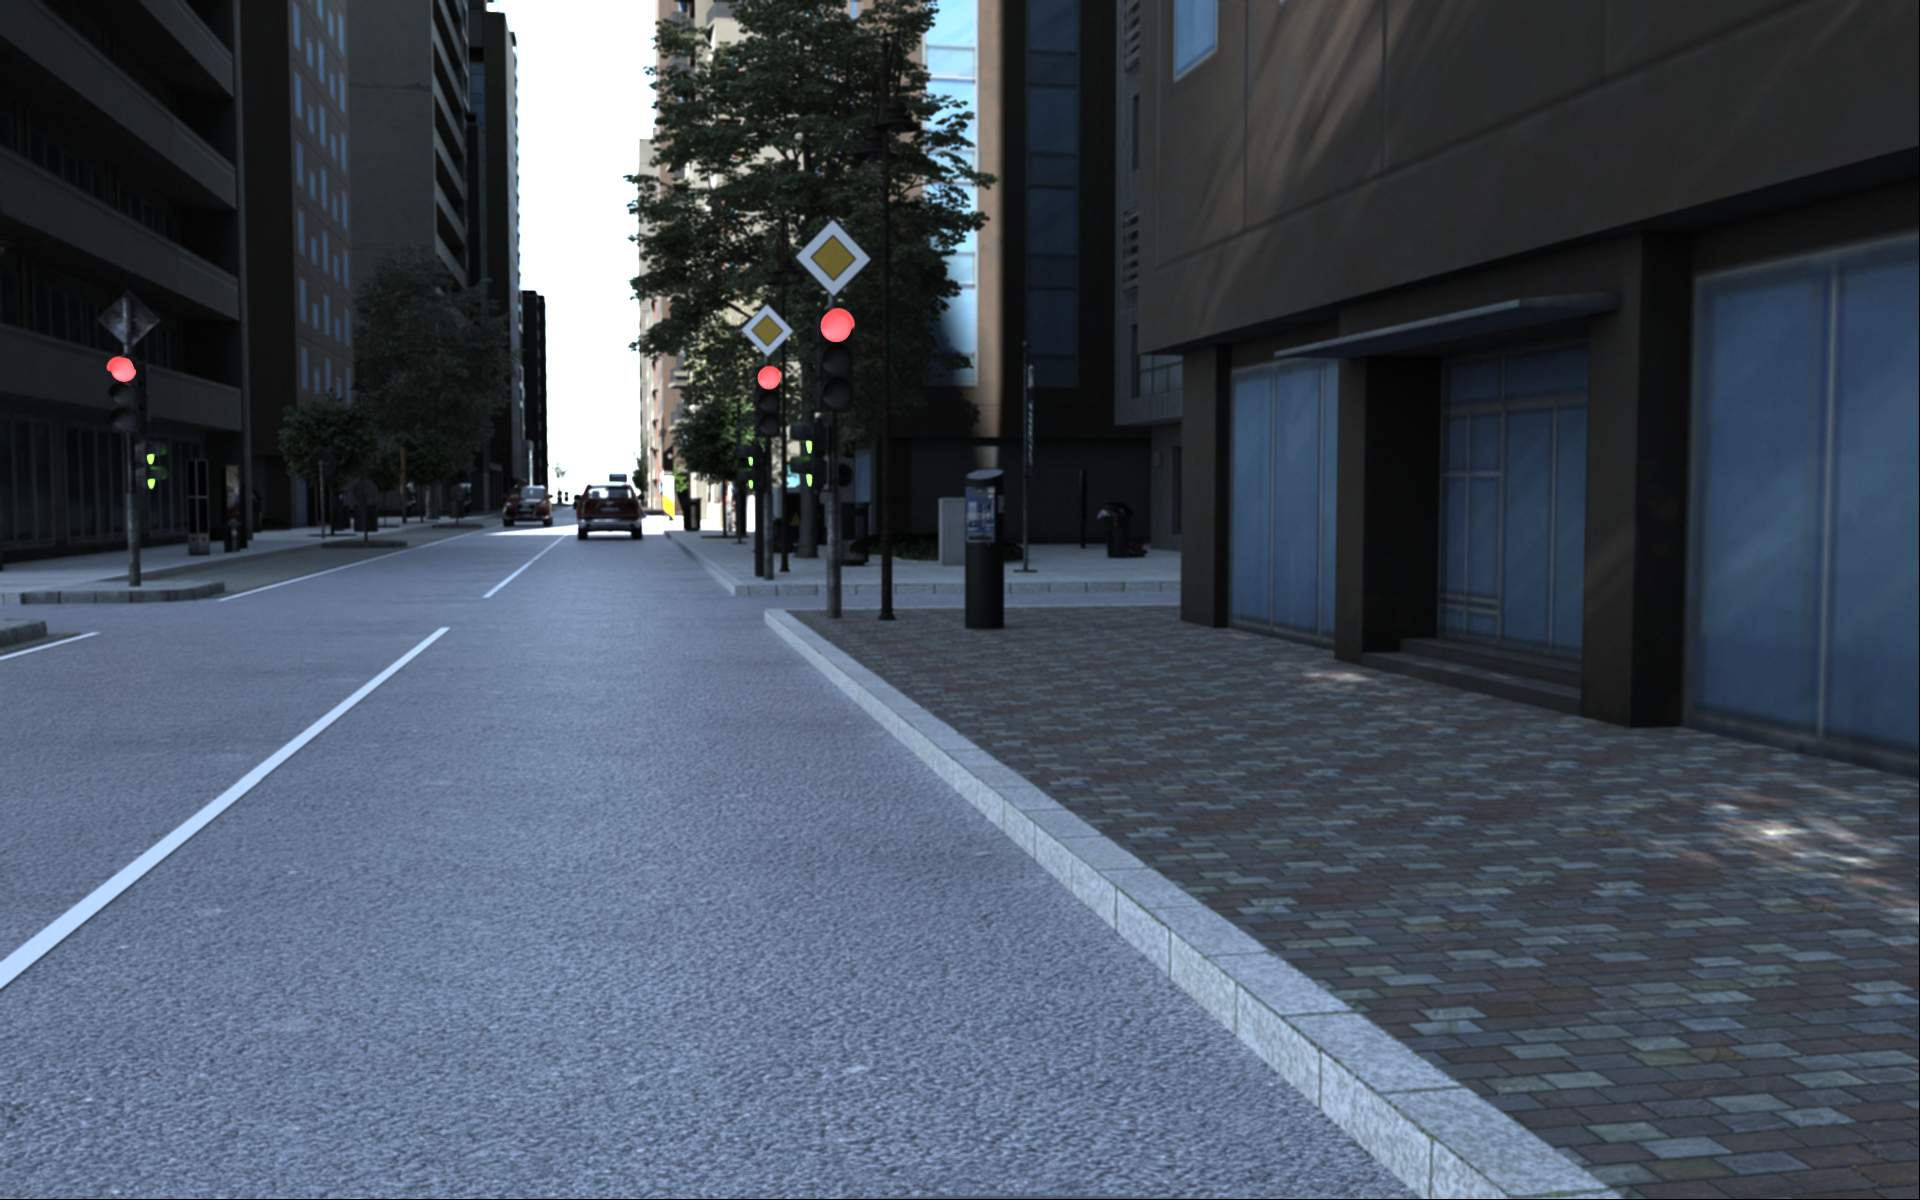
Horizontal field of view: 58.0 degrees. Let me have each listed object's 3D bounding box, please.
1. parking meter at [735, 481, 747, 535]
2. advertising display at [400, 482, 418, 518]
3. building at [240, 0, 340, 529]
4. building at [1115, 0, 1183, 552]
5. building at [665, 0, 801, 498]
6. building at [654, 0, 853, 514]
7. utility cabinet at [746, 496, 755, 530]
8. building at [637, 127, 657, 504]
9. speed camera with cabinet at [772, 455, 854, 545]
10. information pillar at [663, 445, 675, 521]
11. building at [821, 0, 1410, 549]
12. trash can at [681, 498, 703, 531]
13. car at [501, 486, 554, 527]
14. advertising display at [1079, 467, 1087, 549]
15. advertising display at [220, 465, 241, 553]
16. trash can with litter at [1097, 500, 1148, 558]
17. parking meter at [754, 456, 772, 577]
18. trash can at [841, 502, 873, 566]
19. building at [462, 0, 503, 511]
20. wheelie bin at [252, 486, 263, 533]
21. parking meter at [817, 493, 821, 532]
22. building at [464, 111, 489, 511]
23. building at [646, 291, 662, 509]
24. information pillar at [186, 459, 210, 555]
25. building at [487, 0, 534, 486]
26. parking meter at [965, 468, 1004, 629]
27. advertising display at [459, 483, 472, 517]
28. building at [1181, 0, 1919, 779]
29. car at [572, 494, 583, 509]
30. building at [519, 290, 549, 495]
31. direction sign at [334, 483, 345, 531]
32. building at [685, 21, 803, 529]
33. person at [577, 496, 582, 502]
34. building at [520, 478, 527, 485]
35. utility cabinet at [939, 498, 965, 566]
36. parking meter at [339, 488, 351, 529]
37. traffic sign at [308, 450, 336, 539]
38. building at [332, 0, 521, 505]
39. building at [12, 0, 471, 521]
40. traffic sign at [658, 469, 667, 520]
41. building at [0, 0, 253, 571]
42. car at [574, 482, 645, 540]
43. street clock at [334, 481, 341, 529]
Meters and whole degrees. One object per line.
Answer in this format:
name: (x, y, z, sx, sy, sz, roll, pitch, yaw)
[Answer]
parking meter: (-6.794, -2.936, 53.712, 0.255, 1.863, 0.399, -2, 4, -24)
advertising display: (-29.991, -5.445, 94.246, 0.974, 1.923, 0.123, 1, 4, 13)
building: (-32.276, -25.533, 67.574, 14.600, 45.320, 14.200, -1, 4, -11)
building: (11.662, -21.425, 33.900, 14.086, 41.232, 14.154, -1, 4, -11)
building: (-8.561, -28.319, 117.635, 22.147, 44.769, 28.867, -1, 4, -11)
building: (-17.038, -29.845, 138.079, 14.600, 45.320, 14.200, -1, 4, -11)
utility cabinet: (-7.562, -3.142, 62.532, 0.306, 1.237, 1.020, -1, 4, -23)
building: (-31.100, -36.870, 226.531, 21.300, 48.544, 21.600, -1, 4, -11)
speed camera with cabinet: (-3.529, -2.863, 41.154, 2.038, 3.252, 0.660, -2, 4, -33)
information pillar: (-13.740, -5.528, 81.732, 0.504, 3.616, 0.183, 0, 4, 2)
building: (3.038, -24.448, 49.835, 14.600, 45.320, 14.200, -1, 4, -11)
trash can: (-9.316, -2.969, 60.188, 0.748, 1.137, 0.748, 0, 3, 0)
car: (-19.474, -4.249, 78.140, 2.281, 1.827, 5.304, -1, 4, -11)
advertising display: (2.917, -2.194, 41.081, 0.123, 1.923, 0.974, 0, 4, 1)
advertising display: (-16.122, -2.025, 38.317, 0.123, 1.923, 0.974, 0, 4, -5)
trash can with litter: (3.306, -1.447, 35.043, 0.624, 1.170, 1.055, 3, 5, 41)
parking meter: (-3.064, -1.301, 26.989, 0.255, 1.863, 0.399, -1, 4, -10)
trash can: (-1.937, -1.183, 31.003, 0.748, 1.137, 0.748, 0, 3, 0)
building: (-48.254, -42.893, 139.551, 20.563, 71.187, 20.611, -1, 4, -11)
wheelie bin: (-23.577, -3.035, 57.530, 0.693, 1.594, 0.980, -2, 4, -35)
parking meter: (-4.020, -2.413, 47.861, 0.372, 1.533, 0.369, 0, 3, 0)
building: (-41.837, -21.572, 124.396, 14.160, 30.474, 14.107, -1, 4, -11)
building: (-14.966, -19.385, 161.986, 27.650, 21.520, 28.899, -1, 4, -11)
information pillar: (-15.985, -1.947, 36.333, 0.304, 2.012, 0.304, 2, 4, 27)
building: (-64.880, -55.227, 215.636, 22.319, 86.520, 31.000, -1, 4, -11)
parking meter: (0.236, -0.499, 16.576, 0.372, 1.533, 0.369, 0, 3, 0)
advertising display: (-27.797, -5.636, 97.361, 0.123, 1.923, 0.974, 2, 4, 23)
building: (9.956, -22.065, 10.866, 14.600, 45.320, 14.200, -1, 4, -11)
car: (-35.539, -9.378, 163.123, 2.009, 1.686, 4.222, -1, 4, -11)
building: (-64.713, -28.662, 240.323, 14.160, 30.474, 14.107, -1, 4, -11)
direction sign: (-21.708, -4.185, 60.417, 0.379, 3.537, 0.876, 0, 4, -3)
building: (1.847, -14.394, 80.388, 27.650, 21.520, 28.899, -1, 4, -11)
person: (-23.823, -6.248, 110.660, 1.348, 1.822, 0.705, -1, 4, -10)
building: (-64.421, -30.415, 189.167, 32.217, 40.220, 23.993, -1, 4, -11)
utility cabinet: (0.141, -1.219, 31.094, 1.020, 1.237, 0.306, -1, 4, -16)
parking meter: (-22.696, -3.393, 63.887, 0.372, 1.533, 0.369, 0, 3, 0)
traffic sign: (-18.290, -3.032, 49.681, 0.768, 2.556, 0.104, 0, 4, -6)
building: (-47.866, -31.075, 158.181, 14.600, 45.320, 14.200, -1, 4, -11)
building: (-41.976, -29.441, 105.067, 21.300, 48.544, 21.600, -1, 4, -11)
traffic sign: (-14.498, -5.213, 85.338, 0.768, 2.556, 0.104, -1, 4, -10)
building: (-28.242, -25.140, 34.744, 21.300, 48.544, 21.600, -1, 4, -11)
car: (-11.362, -2.903, 56.139, 2.281, 1.827, 5.304, -1, 4, -12)
street clock: (-22.632, -3.564, 62.837, 0.471, 2.002, 0.358, 1, 4, 12)
